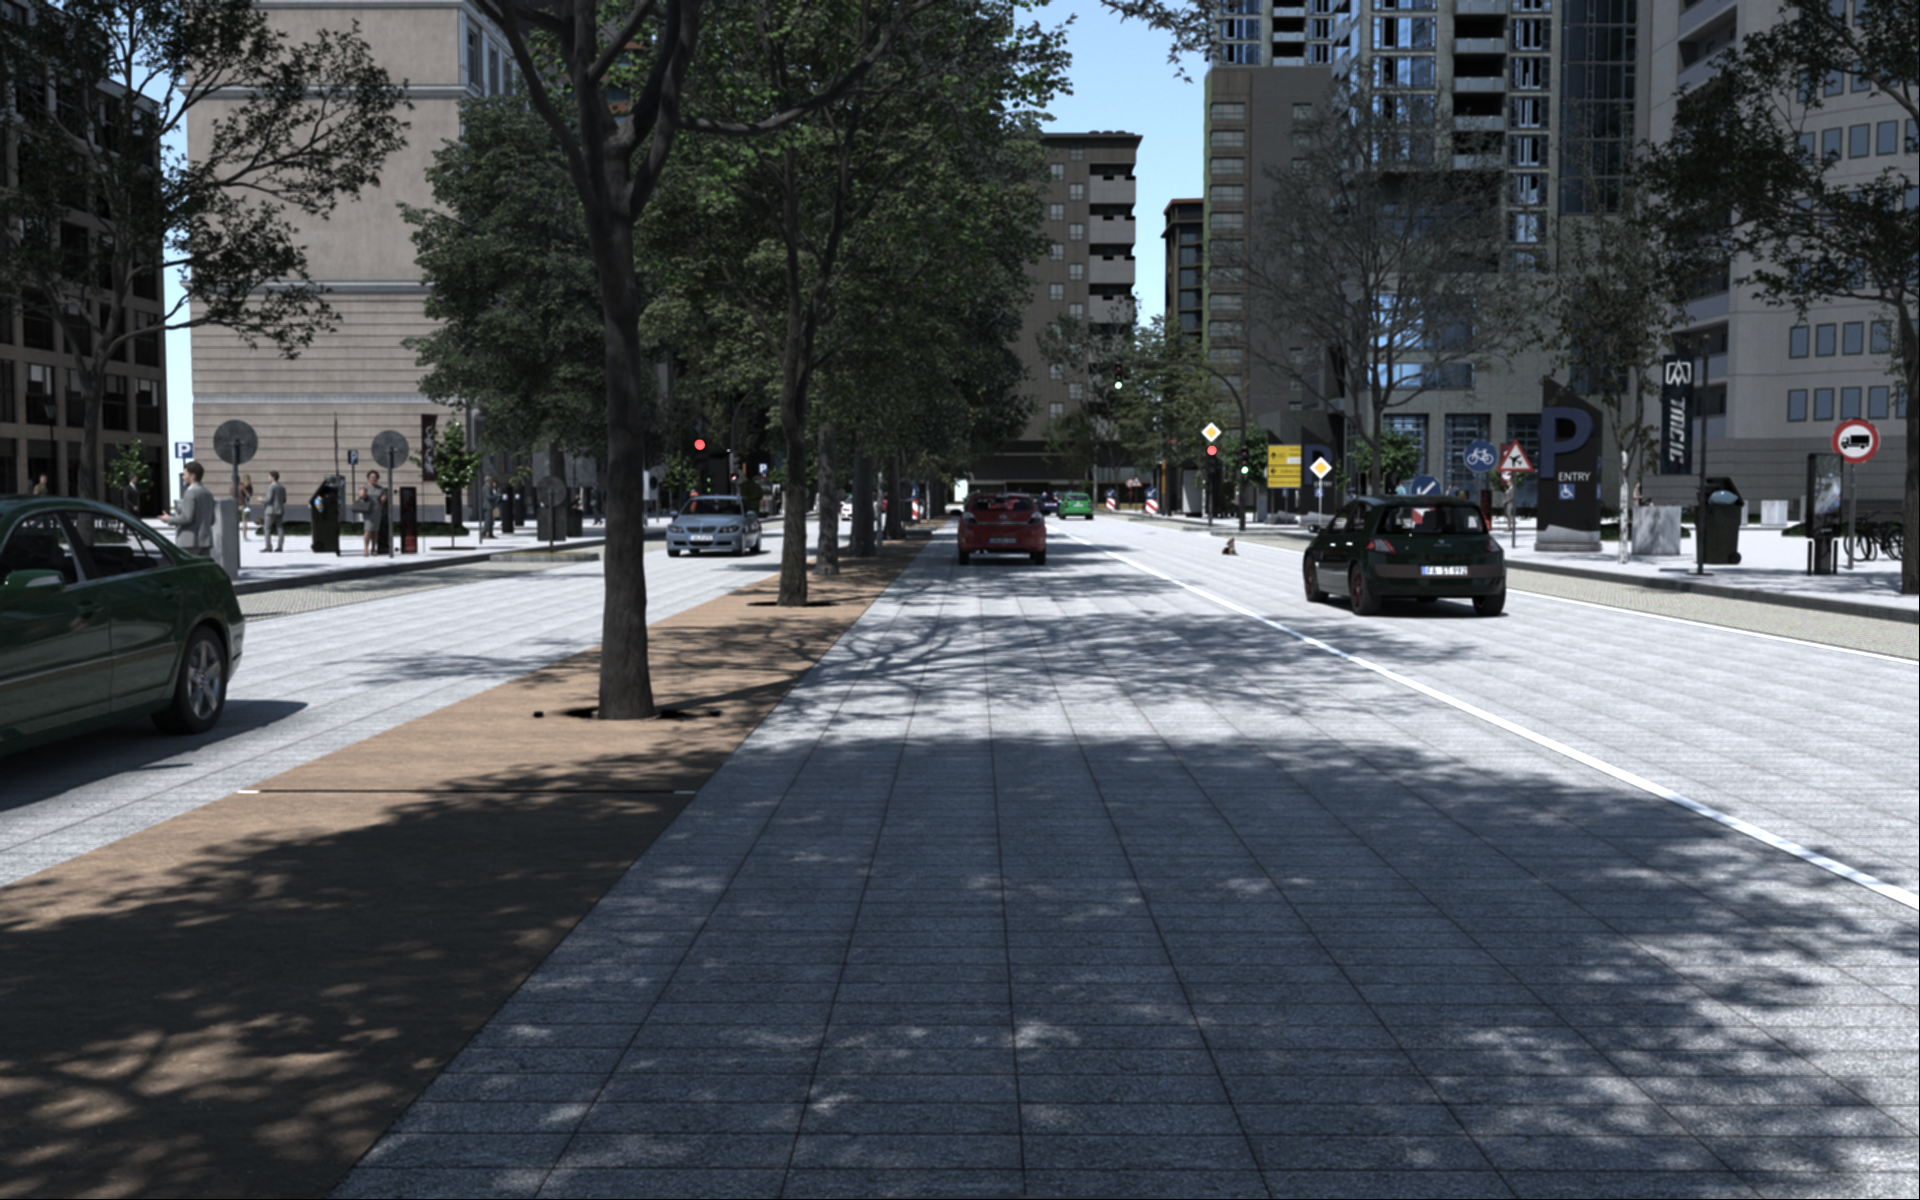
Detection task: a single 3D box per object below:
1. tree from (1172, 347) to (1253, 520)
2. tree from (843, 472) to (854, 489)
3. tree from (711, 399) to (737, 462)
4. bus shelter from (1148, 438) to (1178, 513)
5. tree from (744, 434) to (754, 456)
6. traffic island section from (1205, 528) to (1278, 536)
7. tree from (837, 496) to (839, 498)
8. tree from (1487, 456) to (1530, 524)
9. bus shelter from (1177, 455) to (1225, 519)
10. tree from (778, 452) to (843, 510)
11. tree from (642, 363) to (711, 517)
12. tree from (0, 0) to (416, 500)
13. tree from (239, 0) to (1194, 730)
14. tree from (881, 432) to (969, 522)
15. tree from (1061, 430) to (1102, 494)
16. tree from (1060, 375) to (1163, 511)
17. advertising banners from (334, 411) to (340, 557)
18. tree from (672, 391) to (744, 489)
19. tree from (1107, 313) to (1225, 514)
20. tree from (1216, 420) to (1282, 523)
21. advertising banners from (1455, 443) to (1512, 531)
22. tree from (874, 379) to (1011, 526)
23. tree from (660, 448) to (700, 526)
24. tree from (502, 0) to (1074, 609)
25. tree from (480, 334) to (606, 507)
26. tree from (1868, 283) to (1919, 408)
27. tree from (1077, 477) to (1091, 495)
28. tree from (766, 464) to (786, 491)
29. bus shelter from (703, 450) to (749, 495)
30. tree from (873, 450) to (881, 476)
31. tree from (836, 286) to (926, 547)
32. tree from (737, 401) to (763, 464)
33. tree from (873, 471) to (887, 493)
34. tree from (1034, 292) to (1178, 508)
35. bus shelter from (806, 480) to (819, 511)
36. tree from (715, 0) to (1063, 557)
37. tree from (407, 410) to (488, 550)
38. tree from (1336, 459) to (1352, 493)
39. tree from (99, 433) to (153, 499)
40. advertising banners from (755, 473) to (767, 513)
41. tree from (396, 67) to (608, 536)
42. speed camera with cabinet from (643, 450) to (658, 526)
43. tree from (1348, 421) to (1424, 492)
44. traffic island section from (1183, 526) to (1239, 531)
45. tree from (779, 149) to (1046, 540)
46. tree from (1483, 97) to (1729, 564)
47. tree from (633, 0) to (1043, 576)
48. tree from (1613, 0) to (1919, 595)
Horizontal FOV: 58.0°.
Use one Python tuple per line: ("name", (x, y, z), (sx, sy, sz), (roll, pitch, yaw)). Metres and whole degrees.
("tree", (12.250, -8.261, 85.423), (4.737, 8.622, 4.395), (0, 3, 0))
("tree", (-10.344, -9.652, 141.517), (4.285, 4.588, 4.351), (0, 3, 0))
("tree", (-16.976, -9.757, 109.886), (4.360, 8.622, 3.978), (0, 3, 0))
("bus shelter", (14.518, -8.864, 122.556), (2.179, 5.291, 8.768), (0, 4, 0))
("tree", (-18.761, -11.433, 137.291), (4.737, 8.622, 4.395), (0, 3, 0))
("traffic island section", (9.774, -2.300, 59.892), (2.009, 0.180, 2.903), (0, 4, 0))
("tree", (-12.463, -18.338, 155.713), (12.611, 20.169, 13.585), (0, 3, 0))
("tree", (23.797, -4.971, 75.872), (1.663, 3.219, 1.824), (0, 3, 0))
("bus shelter", (12.966, -6.053, 92.893), (2.014, 3.302, 5.546), (0, 4, 1))
("tree", (-11.283, -8.549, 123.495), (4.285, 4.588, 4.351), (0, 3, 0))
("tree", (-16.312, -8.904, 95.934), (4.360, 8.622, 3.978), (0, 3, 0))
("tree", (-12.247, -5.487, 24.121), (7.601, 10.594, 8.767), (3, 5, 40))
("tree", (-2.102, -5.975, 10.512), (12.009, 13.543, 11.850), (0, 3, 0))
("tree", (-1.583, -8.301, 88.545), (4.737, 8.622, 4.395), (0, 3, 0))
("tree", (12.972, -14.333, 184.712), (4.360, 8.622, 3.978), (0, 3, 0))
("tree", (12.245, -12.258, 134.830), (8.767, 10.594, 7.601), (-1, 4, -17))
("advertising banners", (-13.044, -2.451, 36.260), (0.090, 3.025, 2.074), (-1, 4, -19))
("tree", (-17.964, -10.353, 119.639), (4.737, 8.622, 4.395), (0, 3, 0))
("tree", (12.683, -11.696, 109.353), (7.486, 12.596, 7.792), (0, 3, 0))
("tree", (13.040, -5.712, 77.098), (4.285, 4.588, 4.351), (0, 3, 0))
("advertising banners", (18.114, -3.894, 59.853), (2.074, 3.025, 0.090), (1, 4, 12))
("tree", (-2.039, -8.151, 70.145), (8.767, 10.594, 7.601), (0, 4, 0))
("tree", (-11.505, -4.637, 70.409), (1.663, 3.219, 1.824), (0, 3, 0))
("tree", (-2.019, -5.713, 21.617), (9.928, 11.665, 9.643), (0, 3, 0))
("tree", (-18.616, -7.699, 76.241), (4.737, 8.622, 4.395), (0, 3, 0))
("tree", (26.125, -5.801, 45.216), (4.360, 8.622, 3.978), (0, 3, 0))
("tree", (13.961, -11.964, 190.215), (1.663, 3.219, 1.824), (0, 3, 0))
("tree", (-11.768, -7.003, 109.099), (1.663, 3.219, 1.824), (0, 3, 0))
("bus shelter", (-12.930, -6.405, 96.009), (1.731, 3.624, 6.357), (0, 4, 0))
("tree", (-10.371, -14.601, 189.080), (4.737, 8.622, 4.395), (0, 3, 0))
("tree", (-2.181, -5.733, 46.559), (4.360, 8.622, 3.978), (0, 3, 0))
("tree", (-16.872, -11.034, 130.762), (4.360, 8.622, 3.978), (0, 3, 0))
("tree", (-9.887, -14.349, 218.322), (4.285, 4.588, 4.351), (0, 3, 0))
("tree", (14.023, -18.672, 161.175), (12.611, 20.169, 13.585), (0, 3, 0))
("bus shelter", (-11.001, -8.726, 133.946), (1.731, 3.624, 6.357), (0, 4, 0))
("tree", (-2.260, -7.957, 39.202), (9.857, 13.997, 8.962), (0, 3, 0))
("tree", (-11.599, -2.768, 39.860), (1.663, 3.219, 1.824), (0, 3, 0))
("tree", (17.838, -5.364, 82.301), (1.663, 3.219, 1.824), (0, 3, 0))
("tree", (-25.634, -3.634, 54.014), (1.663, 3.219, 1.824), (0, 3, 0))
("advertising banners", (-12.325, -6.604, 104.156), (2.074, 3.025, 0.090), (3, 4, 38))
("tree", (-12.213, -8.915, 52.416), (9.857, 13.997, 8.962), (0, 3, 0))
("speed camera with cabinet", (-12.641, -4.508, 68.049), (0.660, 3.252, 2.038), (1, 4, 22))
("tree", (19.137, -5.755, 77.801), (4.285, 4.588, 4.351), (0, 3, 0))
("traffic island section", (9.833, -2.789, 67.877), (2.009, 0.180, 2.903), (0, 4, 0))
("tree", (-2.076, -8.201, 53.547), (9.611, 12.733, 9.660), (0, 3, 0))
("tree", (11.952, -4.959, 31.448), (4.360, 8.622, 3.978), (0, 3, 0))
("tree", (-2.423, -6.715, 30.382), (7.486, 12.596, 7.792), (0, 3, 0))
("tree", (11.821, -5.342, 21.754), (7.601, 10.594, 8.767), (-1, 4, -10))
